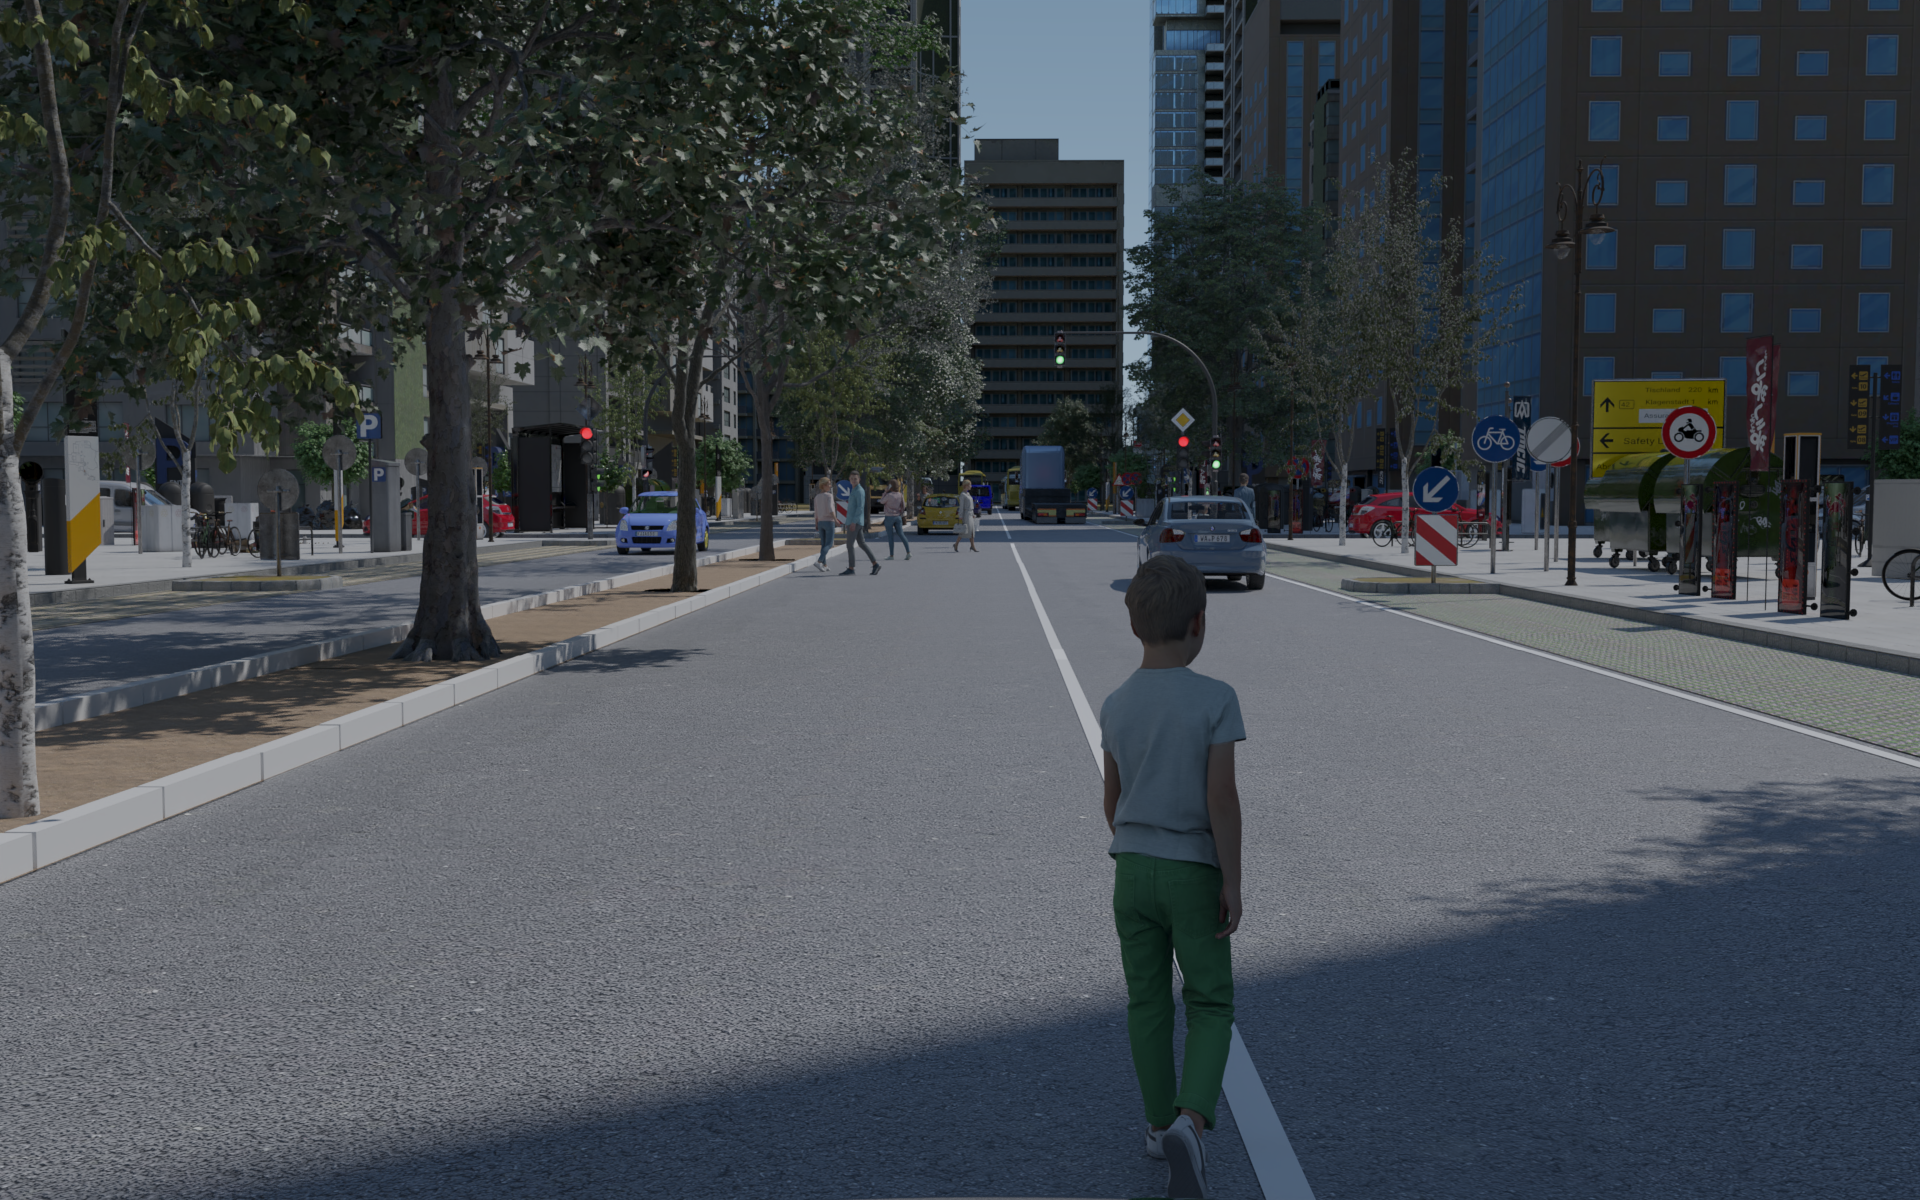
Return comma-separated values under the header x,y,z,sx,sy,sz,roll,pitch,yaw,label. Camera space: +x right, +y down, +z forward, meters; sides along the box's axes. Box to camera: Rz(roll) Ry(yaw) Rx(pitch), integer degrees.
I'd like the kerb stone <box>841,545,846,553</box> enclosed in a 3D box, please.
x,y,z,sx,sy,sz,roll,pitch,yaw,label
-2.935,-1.203,41.949,0.120,0.150,1.000,0,4,1,kerb stone

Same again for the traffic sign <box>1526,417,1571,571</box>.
x,y,z,sx,sy,sz,roll,pitch,yaw,label
9.725,-1.746,28.651,0.768,2.556,0.104,0,4,6,traffic sign

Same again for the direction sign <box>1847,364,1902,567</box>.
x,y,z,sx,sy,sz,roll,pitch,yaw,label
16.004,-2.347,30.375,0.876,3.537,0.379,0,4,6,direction sign

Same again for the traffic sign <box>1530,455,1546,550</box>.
x,y,z,sx,sy,sz,roll,pitch,yaw,label
13.176,-2.411,39.525,0.768,2.556,0.104,0,4,2,traffic sign

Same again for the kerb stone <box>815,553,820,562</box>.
x,y,z,sx,sy,sz,roll,pitch,yaw,label
-3.044,-0.833,35.807,0.120,0.150,1.000,0,4,1,kerb stone

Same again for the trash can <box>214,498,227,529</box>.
x,y,z,sx,sy,sz,roll,pitch,yaw,label
-27.662,-3.230,64.471,0.748,1.137,0.748,0,3,0,trash can

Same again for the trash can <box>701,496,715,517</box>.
x,y,z,sx,sy,sz,roll,pitch,yaw,label
-14.173,-5.221,97.023,0.748,1.137,0.748,0,3,0,trash can

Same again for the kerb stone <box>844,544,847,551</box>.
x,y,z,sx,sy,sz,roll,pitch,yaw,label
-2.923,-1.269,42.975,0.120,0.150,1.000,0,4,1,kerb stone

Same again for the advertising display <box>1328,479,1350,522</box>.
x,y,z,sx,sy,sz,roll,pitch,yaw,label
16.710,-4.353,76.385,0.974,1.923,0.123,1,4,11,advertising display

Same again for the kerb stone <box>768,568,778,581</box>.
x,y,z,sx,sy,sz,roll,pitch,yaw,label
-3.172,-0.394,28.640,0.120,0.150,1.000,0,4,1,kerb stone

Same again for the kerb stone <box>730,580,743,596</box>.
x,y,z,sx,sy,sz,roll,pitch,yaw,label
-3.245,-0.143,24.531,0.120,0.150,1.000,0,4,1,kerb stone

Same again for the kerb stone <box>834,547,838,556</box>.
x,y,z,sx,sy,sz,roll,pitch,yaw,label
-2.971,-1.080,39.905,0.120,0.150,1.000,0,4,1,kerb stone

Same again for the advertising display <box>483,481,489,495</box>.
x,y,z,sx,sy,sz,roll,pitch,yaw,label
-22.593,-4.714,82.295,0.123,1.923,0.974,1,4,16,advertising display

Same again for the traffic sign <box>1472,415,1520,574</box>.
x,y,z,sx,sy,sz,roll,pitch,yaw,label
8.613,-1.701,27.920,0.768,2.556,0.104,0,4,5,traffic sign

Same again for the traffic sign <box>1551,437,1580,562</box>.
x,y,z,sx,sy,sz,roll,pitch,yaw,label
11.262,-1.991,32.655,0.768,2.556,0.104,0,4,7,traffic sign

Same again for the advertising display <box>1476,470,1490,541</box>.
x,y,z,sx,sy,sz,roll,pitch,yaw,label
14.398,-2.598,47.688,0.123,1.923,0.974,0,4,3,advertising display

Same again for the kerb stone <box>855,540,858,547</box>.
x,y,z,sx,sy,sz,roll,pitch,yaw,label
-2.857,-1.459,46.053,0.120,0.150,1.000,0,4,1,kerb stone

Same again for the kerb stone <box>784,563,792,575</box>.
x,y,z,sx,sy,sz,roll,pitch,yaw,label
-3.144,-0.520,30.690,0.120,0.150,1.000,0,4,1,kerb stone

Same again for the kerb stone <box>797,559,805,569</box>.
x,y,z,sx,sy,sz,roll,pitch,yaw,label
-3.099,-0.638,32.734,0.120,0.150,1.000,0,4,1,kerb stone

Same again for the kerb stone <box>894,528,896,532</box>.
x,y,z,sx,sy,sz,roll,pitch,yaw,label
-2.542,-2.553,63.963,0.120,0.150,1.000,0,4,1,kerb stone

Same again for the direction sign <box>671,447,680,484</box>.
x,y,z,sx,sy,sz,roll,pitch,yaw,label
-13.563,-5.602,83.590,0.876,3.537,0.379,-3,5,-41,direction sign

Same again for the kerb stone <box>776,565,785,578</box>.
x,y,z,sx,sy,sz,roll,pitch,yaw,label
-3.154,-0.457,29.668,0.120,0.150,1.000,0,4,1,kerb stone

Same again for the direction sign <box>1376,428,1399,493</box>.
x,y,z,sx,sy,sz,roll,pitch,yaw,label
14.652,-4.126,59.449,0.379,3.537,0.876,-3,5,-44,direction sign

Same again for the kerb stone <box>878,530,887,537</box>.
x,y,z,sx,sy,sz,roll,pitch,yaw,label
-2.637,-2.241,58.848,0.120,0.150,1.000,0,4,1,kerb stone

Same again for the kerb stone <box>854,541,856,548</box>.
x,y,z,sx,sy,sz,roll,pitch,yaw,label
-2.878,-1.389,45.021,0.120,0.150,1.000,0,4,1,kerb stone

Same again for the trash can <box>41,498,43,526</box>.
x,y,z,sx,sy,sz,roll,pitch,yaw,label
-36.915,-3.569,70.014,0.748,1.137,0.748,0,3,0,trash can

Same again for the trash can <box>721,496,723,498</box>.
x,y,z,sx,sy,sz,roll,pitch,yaw,label
-17.603,-7.020,126.438,0.748,1.137,0.748,0,3,0,trash can

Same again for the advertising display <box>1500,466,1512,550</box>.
x,y,z,sx,sy,sz,roll,pitch,yaw,label
12.568,-2.119,39.861,0.123,1.923,0.974,1,4,10,advertising display

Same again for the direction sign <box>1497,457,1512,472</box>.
x,y,z,sx,sy,sz,roll,pitch,yaw,label
19.553,-4.294,62.199,0.876,3.537,0.379,-1,4,-17,direction sign

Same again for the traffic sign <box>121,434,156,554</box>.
x,y,z,sx,sy,sz,roll,pitch,yaw,label
-17.541,-2.256,36.987,0.768,2.556,0.104,0,4,4,traffic sign

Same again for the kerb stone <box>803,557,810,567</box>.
x,y,z,sx,sy,sz,roll,pitch,yaw,label
-3.084,-0.707,33.756,0.120,0.150,1.000,0,4,1,kerb stone

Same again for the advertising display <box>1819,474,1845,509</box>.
x,y,z,sx,sy,sz,roll,pitch,yaw,label
28.420,-3.151,56.726,0.974,1.923,0.123,0,4,6,advertising display

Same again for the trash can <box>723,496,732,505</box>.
x,y,z,sx,sy,sz,roll,pitch,yaw,label
-14.094,-5.861,107.478,0.748,1.137,0.748,0,3,0,trash can

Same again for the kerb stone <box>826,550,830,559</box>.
x,y,z,sx,sy,sz,roll,pitch,yaw,label
-3.000,-0.958,37.857,0.120,0.150,1.000,0,4,1,kerb stone

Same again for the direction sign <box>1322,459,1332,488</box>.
x,y,z,sx,sy,sz,roll,pitch,yaw,label
23.923,-7.420,113.310,0.876,3.537,0.379,-1,4,-21,direction sign

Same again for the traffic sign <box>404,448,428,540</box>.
x,y,z,sx,sy,sz,roll,pitch,yaw,label
-14.991,-2.923,47.892,0.768,2.556,0.104,0,4,4,traffic sign

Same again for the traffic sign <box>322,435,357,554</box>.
x,y,z,sx,sy,sz,roll,pitch,yaw,label
-13.364,-2.275,37.296,0.768,2.556,0.104,0,4,6,traffic sign

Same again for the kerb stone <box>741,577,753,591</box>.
x,y,z,sx,sy,sz,roll,pitch,yaw,label
-3.227,-0.206,25.562,0.120,0.150,1.000,0,4,1,kerb stone

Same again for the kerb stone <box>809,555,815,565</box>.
x,y,z,sx,sy,sz,roll,pitch,yaw,label
-3.064,-0.770,34.785,0.120,0.150,1.000,0,4,1,kerb stone

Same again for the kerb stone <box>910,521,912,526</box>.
x,y,z,sx,sy,sz,roll,pitch,yaw,label
-2.326,-3.306,76.252,0.120,0.150,1.000,0,4,1,kerb stone

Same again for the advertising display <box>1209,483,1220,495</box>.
x,y,z,sx,sy,sz,roll,pitch,yaw,label
14.491,-5.788,99.853,0.974,1.923,0.123,0,4,3,advertising display

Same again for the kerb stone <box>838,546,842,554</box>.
x,y,z,sx,sy,sz,roll,pitch,yaw,label
-2.953,-1.144,40.927,0.120,0.150,1.000,0,4,1,kerb stone

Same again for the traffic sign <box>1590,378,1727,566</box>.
x,y,z,sx,sy,sz,roll,pitch,yaw,label
12.279,-2.242,30.537,2.265,3.308,0.079,1,4,9,traffic sign

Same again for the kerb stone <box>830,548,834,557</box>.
x,y,z,sx,sy,sz,roll,pitch,yaw,label
-2.993,-1.021,38.883,0.120,0.150,1.000,0,4,1,kerb stone

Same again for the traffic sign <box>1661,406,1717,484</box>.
x,y,z,sx,sy,sz,roll,pitch,yaw,label
10.504,-1.525,25.043,0.768,2.556,0.104,0,4,5,traffic sign

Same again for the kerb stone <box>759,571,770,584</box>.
x,y,z,sx,sy,sz,roll,pitch,yaw,label
-3.188,-0.332,27.618,0.120,0.150,1.000,0,4,1,kerb stone

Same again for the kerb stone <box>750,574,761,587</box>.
x,y,z,sx,sy,sz,roll,pitch,yaw,label
-3.215,-0.269,26.588,0.120,0.150,1.000,0,4,1,kerb stone

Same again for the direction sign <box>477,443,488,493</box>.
x,y,z,sx,sy,sz,roll,pitch,yaw,label
-21.276,-5.227,77.452,0.876,3.537,0.379,2,4,33,direction sign

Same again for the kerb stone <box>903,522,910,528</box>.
x,y,z,sx,sy,sz,roll,pitch,yaw,label
-2.347,-3.244,75.230,0.120,0.150,1.000,0,4,1,kerb stone

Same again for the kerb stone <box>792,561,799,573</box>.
x,y,z,sx,sy,sz,roll,pitch,yaw,label
-3.118,-0.582,31.712,0.120,0.150,1.000,0,4,1,kerb stone
